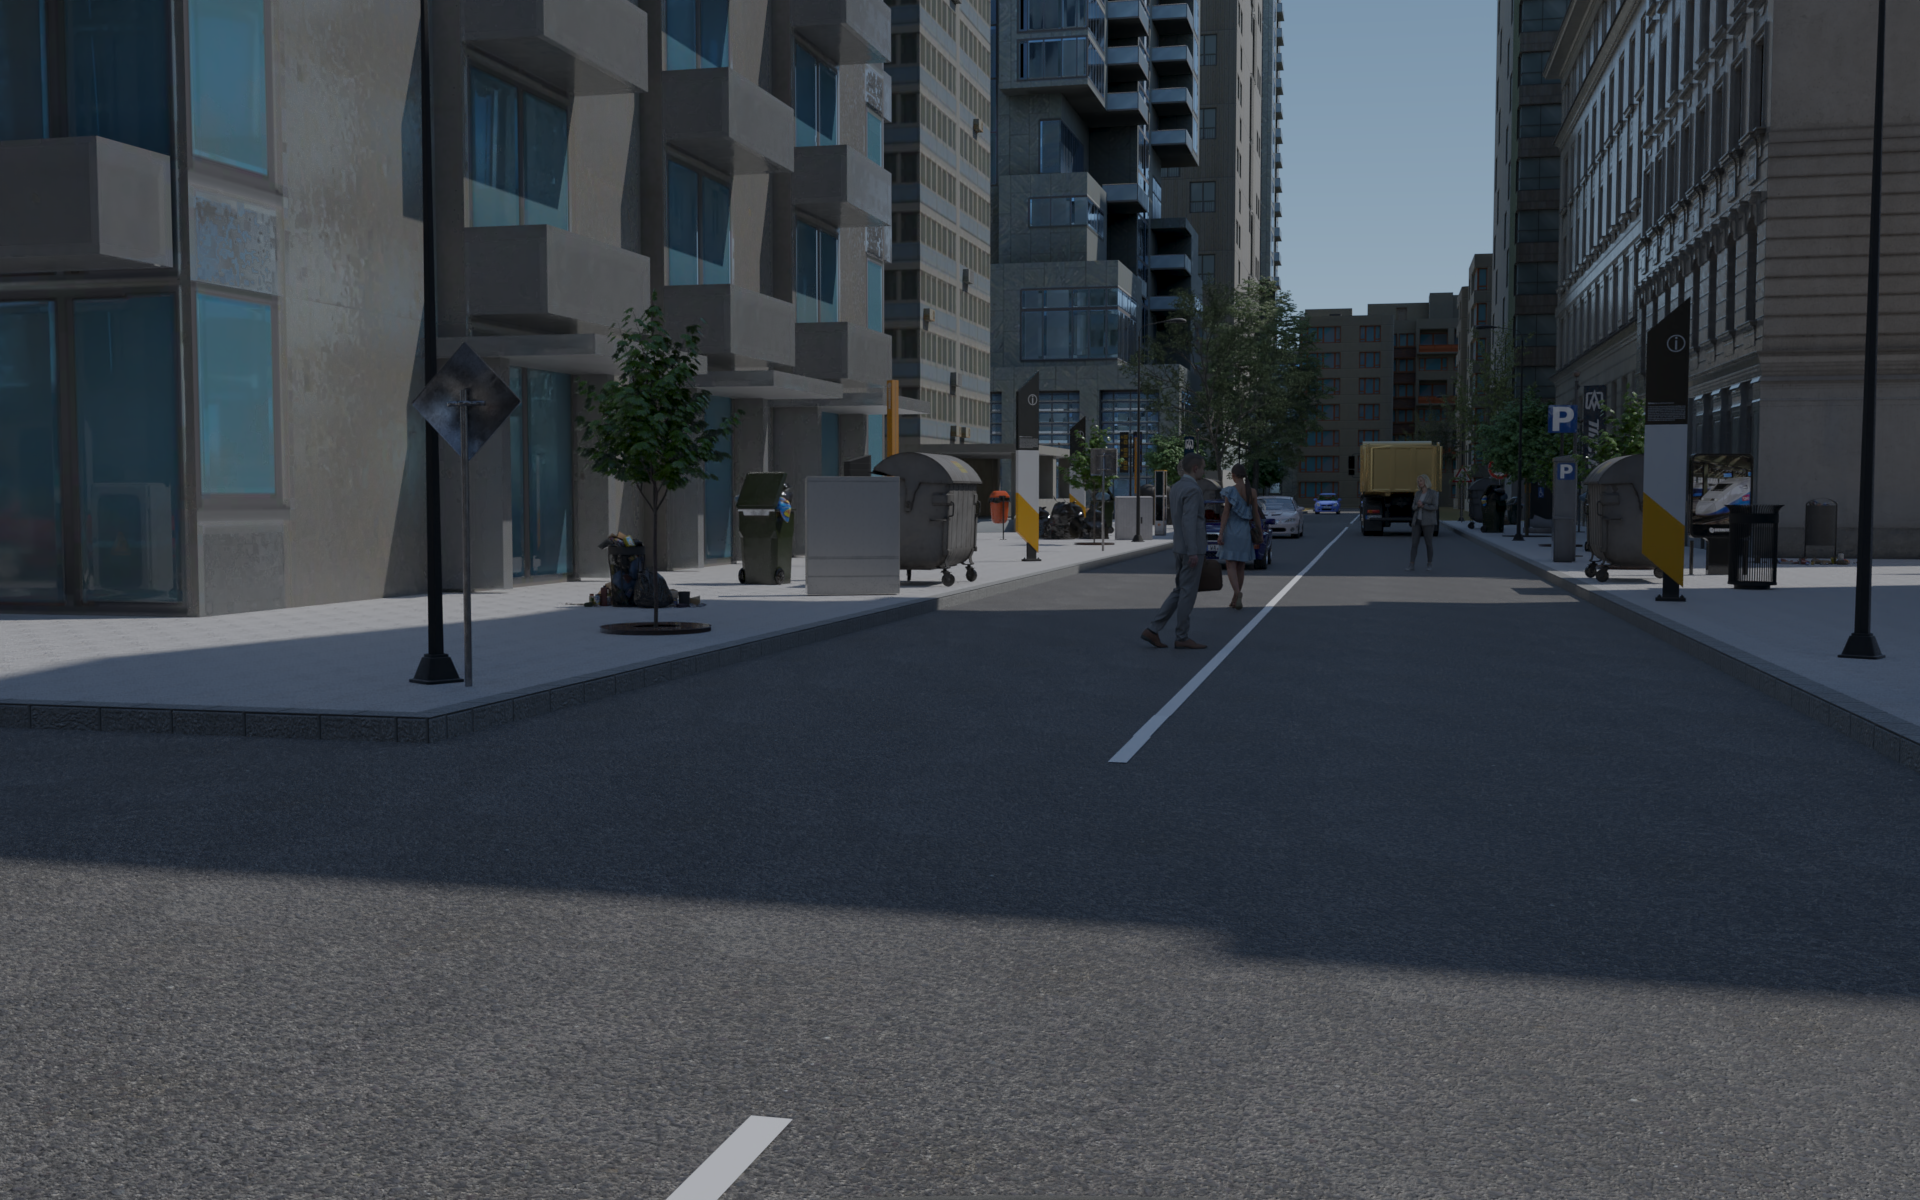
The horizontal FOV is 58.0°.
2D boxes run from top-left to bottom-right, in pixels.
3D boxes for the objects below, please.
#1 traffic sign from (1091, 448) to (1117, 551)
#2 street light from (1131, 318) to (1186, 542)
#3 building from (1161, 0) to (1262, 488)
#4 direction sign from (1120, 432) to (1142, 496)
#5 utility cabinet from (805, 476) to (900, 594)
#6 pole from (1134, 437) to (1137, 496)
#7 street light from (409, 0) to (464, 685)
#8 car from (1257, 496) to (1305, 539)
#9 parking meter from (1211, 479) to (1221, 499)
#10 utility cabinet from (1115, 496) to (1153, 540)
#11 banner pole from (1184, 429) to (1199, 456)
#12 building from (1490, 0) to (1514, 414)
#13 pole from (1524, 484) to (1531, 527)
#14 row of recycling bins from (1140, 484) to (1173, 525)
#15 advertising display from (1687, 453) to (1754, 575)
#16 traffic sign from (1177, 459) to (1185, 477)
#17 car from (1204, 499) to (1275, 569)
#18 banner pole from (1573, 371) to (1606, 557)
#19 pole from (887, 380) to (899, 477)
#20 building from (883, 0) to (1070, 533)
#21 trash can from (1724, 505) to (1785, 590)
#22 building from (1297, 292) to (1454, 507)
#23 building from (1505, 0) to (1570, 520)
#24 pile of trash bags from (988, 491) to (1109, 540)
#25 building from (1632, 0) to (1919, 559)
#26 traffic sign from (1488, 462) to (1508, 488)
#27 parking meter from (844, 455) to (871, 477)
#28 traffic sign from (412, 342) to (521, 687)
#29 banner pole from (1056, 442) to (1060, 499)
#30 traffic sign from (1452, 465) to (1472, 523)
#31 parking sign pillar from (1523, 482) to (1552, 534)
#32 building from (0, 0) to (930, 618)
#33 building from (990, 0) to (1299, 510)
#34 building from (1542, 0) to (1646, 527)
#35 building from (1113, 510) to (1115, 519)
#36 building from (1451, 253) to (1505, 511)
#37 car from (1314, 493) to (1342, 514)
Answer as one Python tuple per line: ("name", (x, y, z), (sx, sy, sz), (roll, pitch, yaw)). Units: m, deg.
("traffic sign", (3.216, -2.247, 38.862), (0.606, 2.300, 0.079), (1, 4, 19))
("street light", (5.284, -4.494, 46.023), (1.470, 5.913, 1.316), (1, 4, 14))
("building", (11.090, -33.985, 144.894), (27.495, 52.752, 28.713), (1, 4, 14))
("direction sign", (6.202, -4.338, 62.922), (0.876, 3.537, 0.379), (2, 4, 30))
("utility cabinet", (-1.369, -0.814, 21.991), (1.173, 1.500, 0.318), (-1, 4, -10))
("pole", (6.351, -4.182, 62.222), (0.158, 3.312, 0.155), (0, 3, 0))
("street light", (-3.047, -2.383, 11.506), (1.470, 5.913, 1.316), (1, 4, 14))
("car", (10.392, -2.757, 57.439), (2.083, 1.381, 4.827), (1, 4, 14))
("parking meter", (9.776, -3.711, 66.379), (0.255, 1.863, 0.399), (-3, 4, -36))
("utility cabinet", (4.838, -2.267, 48.221), (1.020, 1.237, 0.306), (0, 4, -6))
("banner pole", (8.888, -4.661, 66.218), (0.863, 3.779, 0.401), (-2, 4, -30))
("building", (47.878, -31.671, 107.061), (28.713, 52.752, 27.495), (1, 4, 14))
("pole", (20.945, -4.283, 63.874), (0.158, 3.312, 0.155), (0, 3, 0))
("row of recycling bins", (8.730, -3.998, 72.474), (3.534, 1.692, 1.069), (-3, 5, -45))
("advertising display", (12.054, -1.361, 27.473), (0.974, 1.923, 0.123), (0, 4, 2))
("traffic sign", (7.843, -3.646, 59.722), (0.768, 2.556, 0.104), (1, 4, 20))
("car", (5.264, -1.327, 34.269), (1.945, 1.354, 3.894), (1, 4, 12))
("banner pole", (12.710, -2.763, 35.184), (0.401, 3.779, 0.863), (-3, 5, -45))
("pole", (-1.206, -2.279, 31.112), (0.158, 3.312, 0.155), (0, 3, 0))
("building", (-12.060, -22.944, 67.017), (32.217, 40.220, 23.993), (1, 4, 14))
("trash can", (10.709, -0.718, 23.386), (0.748, 1.137, 0.748), (0, 3, 0))
("building", (50.264, -20.416, 178.840), (28.899, 21.520, 27.650), (1, 4, 14))
("building", (35.555, -19.428, 89.356), (14.160, 30.474, 14.107), (1, 4, 14))
("pile of trash bags", (2.417, -2.415, 49.231), (3.447, 1.369, 1.912), (-1, 4, -23))
("building", (22.545, -11.771, 41.603), (9.793, 20.994, 18.267), (1, 4, 14))
("traffic sign", (18.354, -3.598, 58.934), (0.768, 2.556, 0.104), (1, 4, 20))
("parking meter", (-1.538, -1.231, 25.833), (0.399, 1.863, 0.255), (-2, 4, -25))
("traffic sign", (-3.273, -0.480, 11.483), (0.795, 2.450, 0.064), (1, 4, 14))
("banner pole", (4.614, -5.726, 83.640), (0.863, 3.779, 0.401), (-3, 5, -41))
("traffic sign", (22.608, -4.769, 77.977), (0.884, 2.594, 0.081), (1, 4, 18))
("parking sign pillar", (19.233, -4.176, 56.751), (1.447, 3.967, 1.447), (-1, 4, -12))
("building", (-14.174, -25.167, 31.085), (23.786, 49.044, 30.456), (1, 4, 14))
("building", (20.734, -53.179, 182.154), (31.000, 86.520, 22.319), (1, 4, 14))
("building", (31.280, -14.137, 64.431), (16.112, 22.955, 30.059), (1, 4, 14))
("building", (3.664, -48.227, 101.187), (22.319, 86.520, 31.000), (1, 4, 14))
("building", (53.780, -17.770, 135.586), (27.650, 21.520, 28.899), (1, 4, 14))
("car", (26.170, -6.950, 123.218), (1.945, 1.707, 3.694), (1, 4, 14))
